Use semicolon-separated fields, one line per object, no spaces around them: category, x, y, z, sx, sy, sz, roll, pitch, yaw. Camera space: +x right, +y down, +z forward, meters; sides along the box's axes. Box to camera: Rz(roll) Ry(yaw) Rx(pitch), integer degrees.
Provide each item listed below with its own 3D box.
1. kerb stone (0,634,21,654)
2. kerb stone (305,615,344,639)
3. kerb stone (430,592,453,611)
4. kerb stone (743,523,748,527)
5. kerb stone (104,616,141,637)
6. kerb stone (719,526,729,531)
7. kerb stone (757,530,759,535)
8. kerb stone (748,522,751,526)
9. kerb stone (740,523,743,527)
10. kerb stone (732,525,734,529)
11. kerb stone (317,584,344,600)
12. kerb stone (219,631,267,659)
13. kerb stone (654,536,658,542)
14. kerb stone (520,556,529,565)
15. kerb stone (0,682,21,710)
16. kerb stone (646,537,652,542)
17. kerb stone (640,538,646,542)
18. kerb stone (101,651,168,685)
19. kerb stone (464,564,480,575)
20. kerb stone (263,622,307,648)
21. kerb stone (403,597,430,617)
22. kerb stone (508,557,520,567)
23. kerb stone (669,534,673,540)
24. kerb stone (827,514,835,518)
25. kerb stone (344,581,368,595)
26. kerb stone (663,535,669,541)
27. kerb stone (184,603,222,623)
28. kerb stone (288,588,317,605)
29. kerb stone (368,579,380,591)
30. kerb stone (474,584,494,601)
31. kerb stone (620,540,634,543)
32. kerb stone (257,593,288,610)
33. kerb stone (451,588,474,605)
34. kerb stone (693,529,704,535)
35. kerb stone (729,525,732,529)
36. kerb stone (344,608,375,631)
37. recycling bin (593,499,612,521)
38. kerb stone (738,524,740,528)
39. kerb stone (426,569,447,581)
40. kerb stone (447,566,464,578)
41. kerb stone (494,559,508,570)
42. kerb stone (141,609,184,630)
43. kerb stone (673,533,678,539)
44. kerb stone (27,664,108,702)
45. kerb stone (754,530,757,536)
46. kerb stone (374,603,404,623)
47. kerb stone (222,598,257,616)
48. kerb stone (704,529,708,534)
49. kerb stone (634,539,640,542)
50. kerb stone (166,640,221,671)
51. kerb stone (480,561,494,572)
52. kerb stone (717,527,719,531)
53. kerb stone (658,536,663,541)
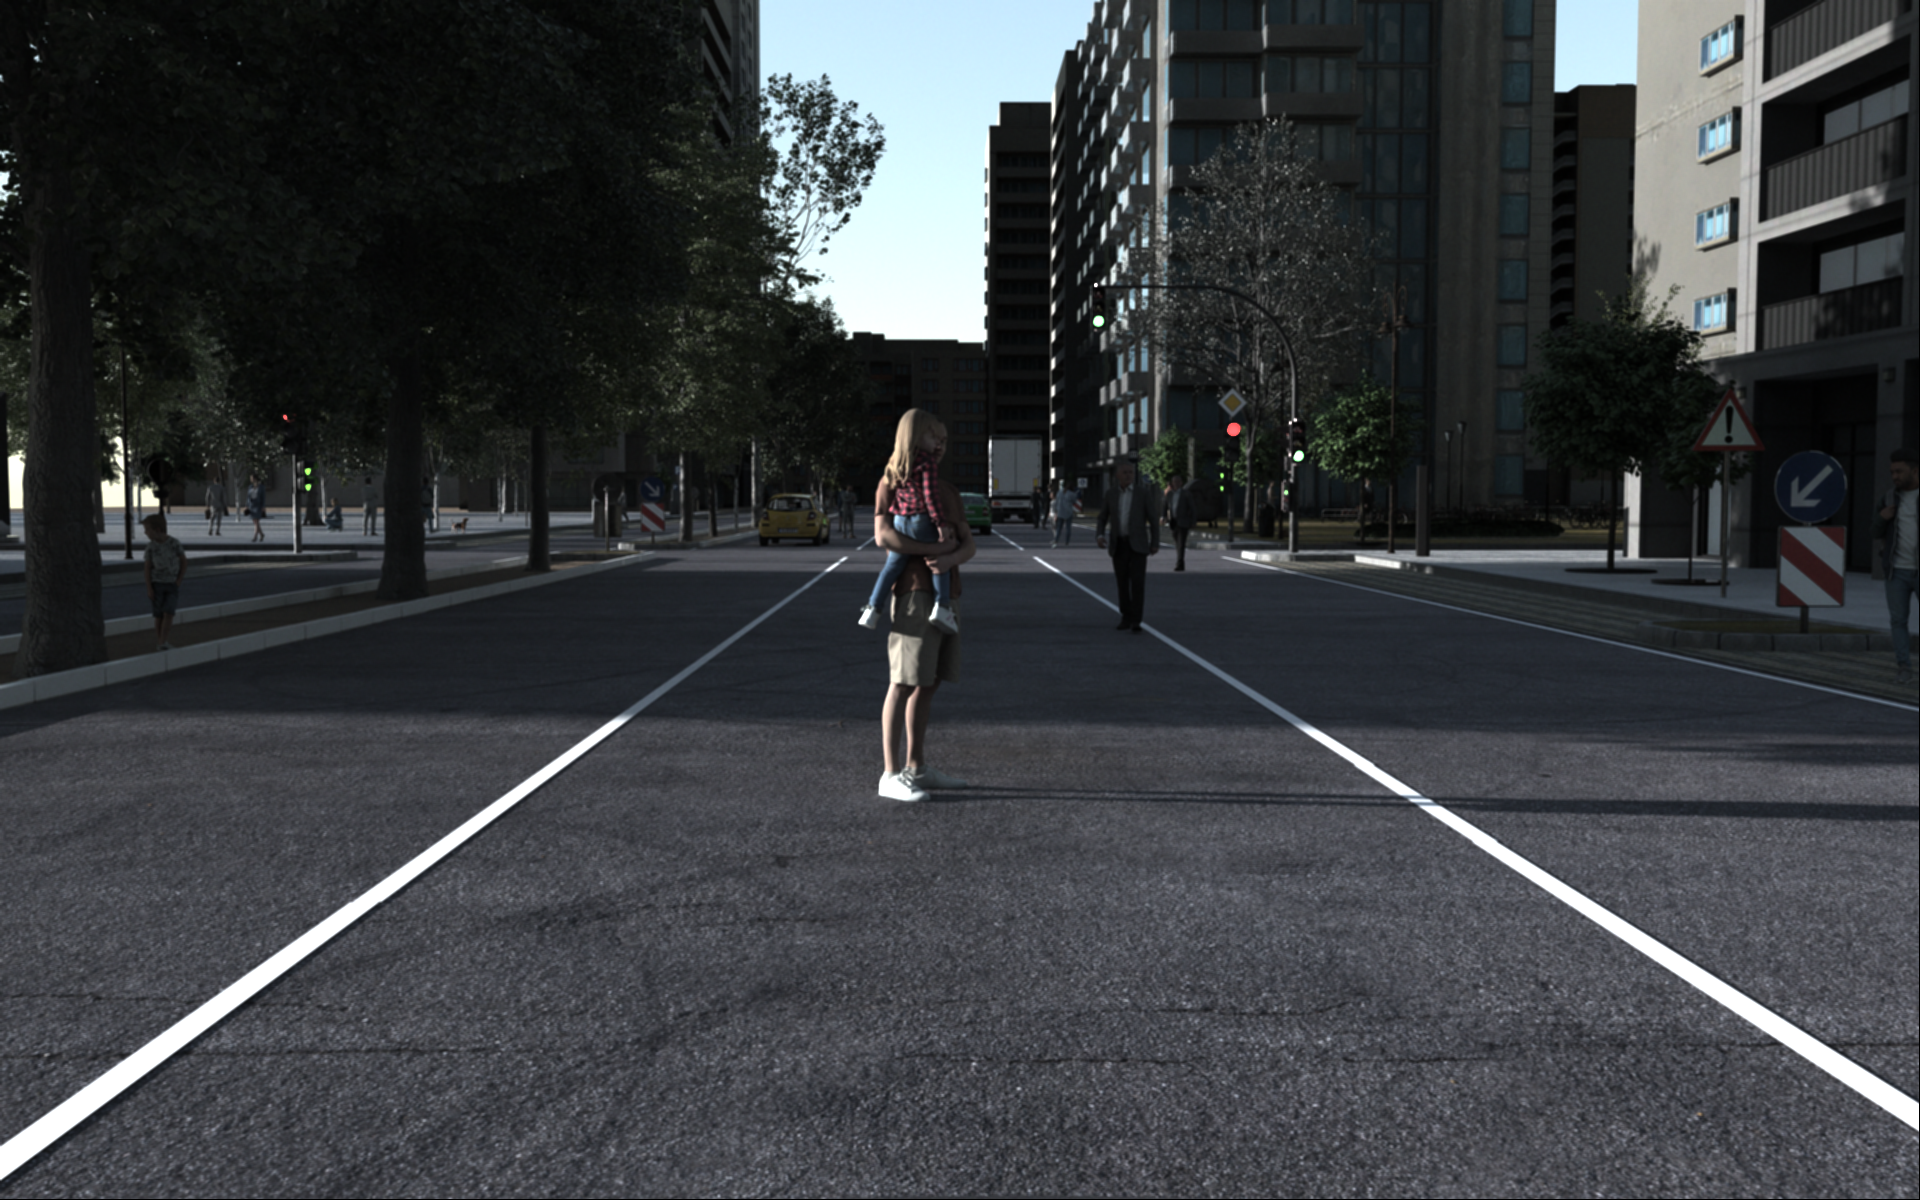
kerb stone;-8.574;0.411;15.483;0.120;0.150;1.000;0;4;-1
kerb stone;-6.503;0.284;17.547;0.120;0.150;1.000;0;4;-1
kerb stone;-6.572;0.035;21.649;0.120;0.150;1.000;0;4;-1
kerb stone;-9.447;-3.260;75.499;0.120;0.150;1.000;0;4;-1
kerb stone;-8.603;0.285;17.530;0.120;0.150;1.000;0;4;-1
kerb stone;-9.347;-2.821;68.320;0.120;0.150;1.000;0;4;-1
kerb stone;-7.134;-2.320;60.129;0.120;0.150;1.000;0;4;-1
kerb stone;-9.469;-3.323;76.525;0.120;0.150;1.000;0;4;-1
kerb stone;-9.436;-3.135;73.445;0.120;0.150;1.000;0;4;-1
kerb stone;-9.368;-2.944;70.366;0.120;0.150;1.000;0;4;-1
kerb stone;-8.697;-0.089;23.685;0.120;0.150;1.000;0;4;-1
kerb stone;-6.472;0.410;15.486;0.120;0.150;1.000;0;4;-1
kerb stone;-9.094;-1.750;50.881;0.120;0.150;1.000;0;4;-1
kerb stone;-8.867;-0.781;34.983;0.120;0.150;1.000;0;4;-1
kerb stone;-6.415;0.666;11.396;0.120;0.150;1.000;0;4;-1
kerb stone;-9.079;-1.689;49.846;0.120;0.150;1.000;0;4;-1
kerb stone;-9.062;-1.629;48.823;0.120;0.150;1.000;0;4;-1
kerb stone;-6.446;0.536;13.439;0.120;0.150;1.000;0;4;-1
kerb stone;-8.804;-0.531;30.881;0.120;0.150;1.000;0;4;-1
kerb stone;-6.493;0.347;16.517;0.120;0.150;1.000;0;4;-1
kerb stone;-6.545;0.099;20.618;0.120;0.150;1.000;0;4;-1
kerb stone;-8.854;-0.719;33.960;0.120;0.150;1.000;0;4;-1
kerb stone;-9.143;-1.941;53.947;0.120;0.150;1.000;0;4;-1
kerb stone;-7.778;-5.015;104.196;0.120;0.150;1.000;0;4;-1
kerb stone;-8.707;-0.154;24.714;0.120;0.150;1.000;0;4;-1
kerb stone;-9.118;-1.879;52.925;0.120;0.150;1.000;0;4;-1
kerb stone;-8.636;0.161;19.579;0.120;0.150;1.000;0;4;-1
kerb stone;-8.683;-0.027;22.645;0.120;0.150;1.000;0;4;-1
kerb stone;-8.725;-0.217;25.745;0.120;0.150;1.000;0;4;-1
kerb stone;-6.598;-0.092;23.694;0.120;0.150;1.000;0;4;-1
kerb stone;-9.032;-1.503;46.774;0.120;0.150;1.000;0;4;-1
kerb stone;-8.670;0.038;21.623;0.120;0.150;1.000;0;4;-1
kerb stone;-6.584;-0.029;22.671;0.120;0.150;1.000;0;4;-1
kerb stone;-9.239;-2.379;61.142;0.120;0.150;1.000;0;4;-1
kerb stone;-9.367;-2.878;69.344;0.120;0.150;1.000;0;4;-1
kerb stone;-6.520;0.226;18.569;0.120;0.150;1.000;0;4;-1
recycling bin;-17.125;-4.303;82.902;0.722;1.027;0.722;1;4;9
kerb stone;-9.409;-3.072;72.419;0.120;0.150;1.000;0;4;-1
kerb stone;-8.776;-0.406;28.832;0.120;0.150;1.000;0;4;-1
kerb stone;-8.793;-0.468;29.858;0.120;0.150;1.000;0;4;-1
kerb stone;-8.831;-0.657;32.939;0.120;0.150;1.000;0;4;-1
kerb stone;-8.626;0.227;18.557;0.120;0.150;1.000;0;4;-1
kerb stone;-9.150;-2.002;54.969;0.120;0.150;1.000;0;4;-1
kerb stone;-6.431;0.598;12.418;0.120;0.150;1.000;0;4;-1
kerb stone;-7.114;-2.251;59.107;0.120;0.150;1.000;0;4;-1
kerb stone;-6.537;0.159;19.596;0.120;0.150;1.000;0;4;-1
kerb stone;-8.650;0.098;20.601;0.120;0.150;1.000;0;4;-1
kerb stone;-9.261;-2.445;62.164;0.120;0.150;1.000;0;4;-1
kerb stone;-9.045;-1.564;47.796;0.120;0.150;1.000;0;4;-1
kerb stone;-6.463;0.475;14.464;0.120;0.150;1.000;0;4;-1
kerb stone;-8.819;-0.592;31.910;0.120;0.150;1.000;0;4;-1
kerb stone;-9.306;-2.633;65.250;0.120;0.150;1.000;0;4;-1
kerb stone;-9.109;-1.817;51.903;0.120;0.150;1.000;0;4;-1
